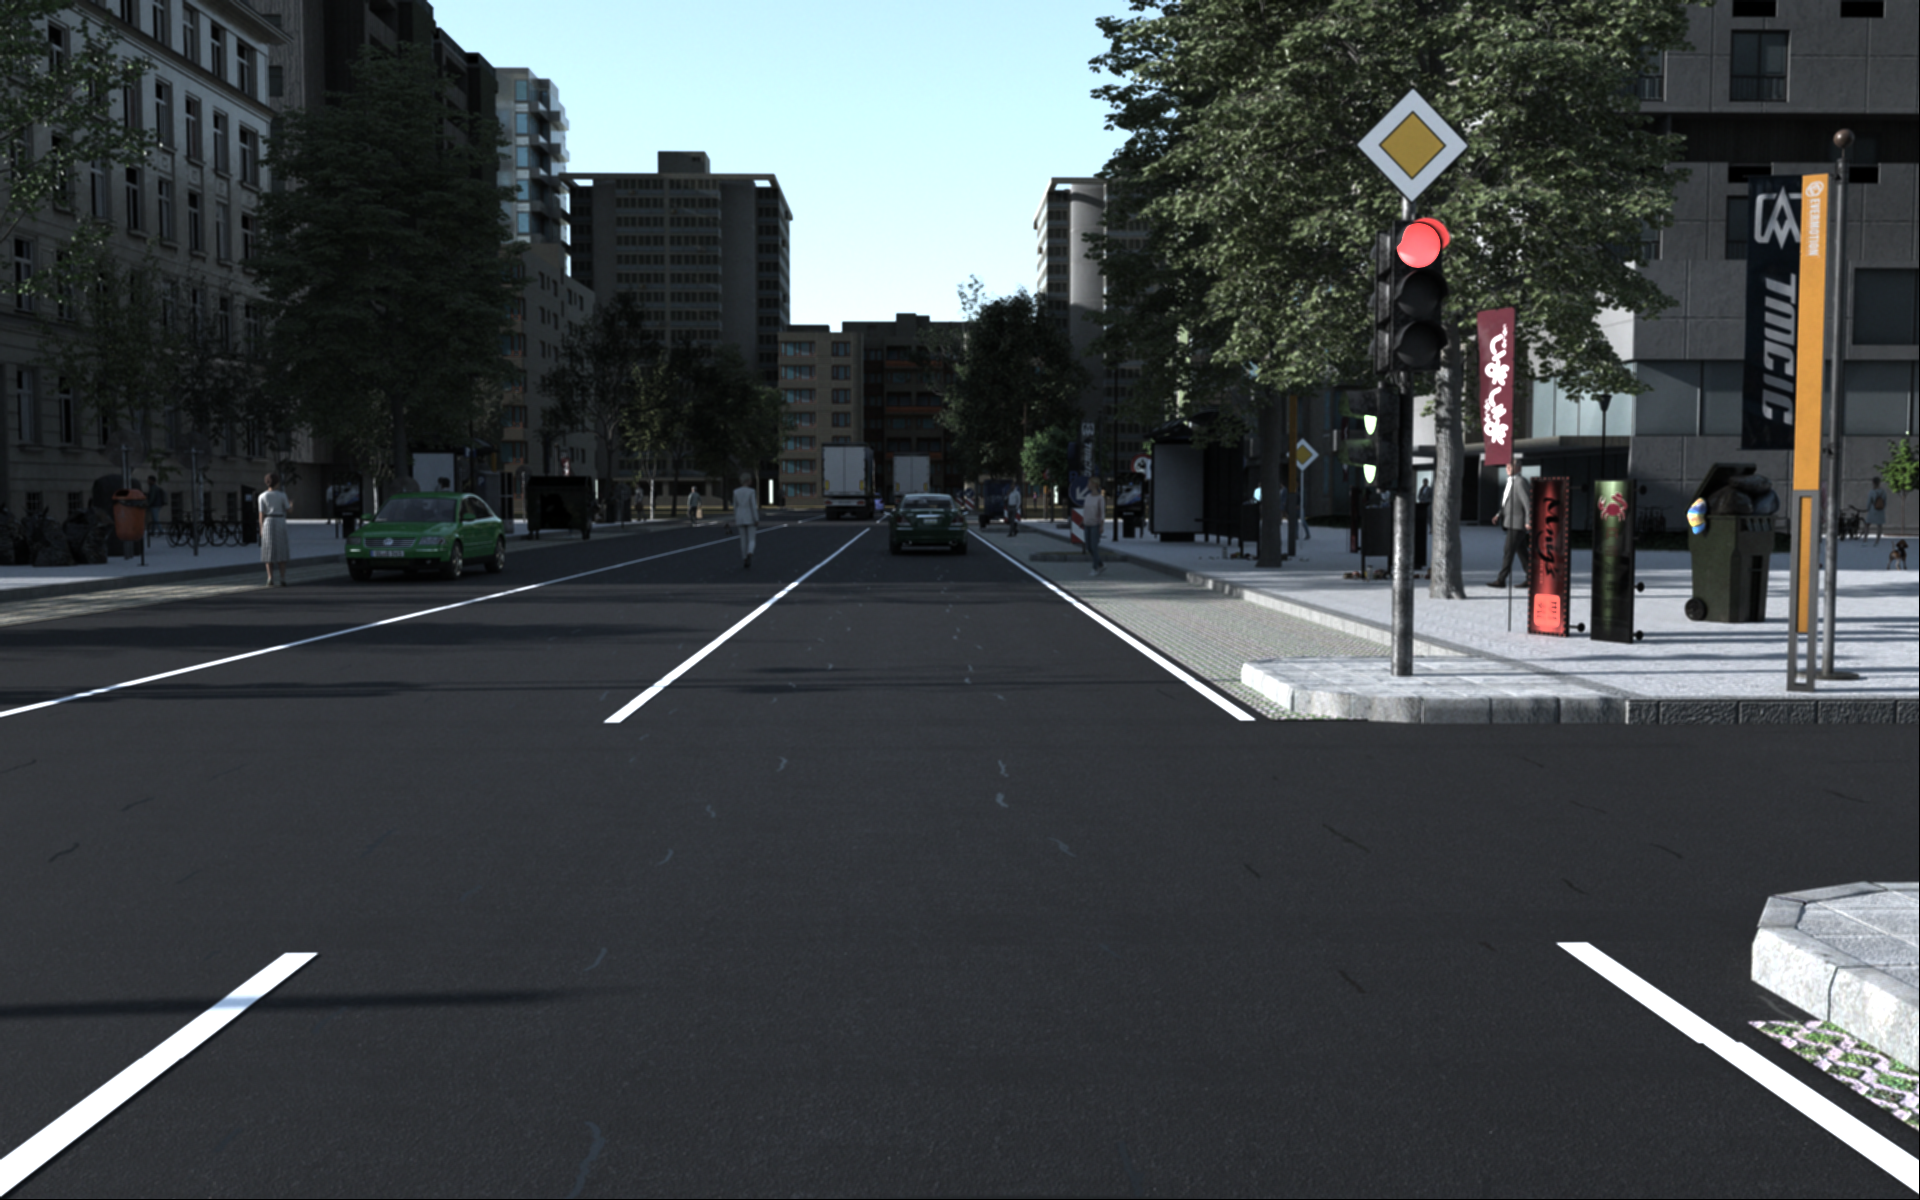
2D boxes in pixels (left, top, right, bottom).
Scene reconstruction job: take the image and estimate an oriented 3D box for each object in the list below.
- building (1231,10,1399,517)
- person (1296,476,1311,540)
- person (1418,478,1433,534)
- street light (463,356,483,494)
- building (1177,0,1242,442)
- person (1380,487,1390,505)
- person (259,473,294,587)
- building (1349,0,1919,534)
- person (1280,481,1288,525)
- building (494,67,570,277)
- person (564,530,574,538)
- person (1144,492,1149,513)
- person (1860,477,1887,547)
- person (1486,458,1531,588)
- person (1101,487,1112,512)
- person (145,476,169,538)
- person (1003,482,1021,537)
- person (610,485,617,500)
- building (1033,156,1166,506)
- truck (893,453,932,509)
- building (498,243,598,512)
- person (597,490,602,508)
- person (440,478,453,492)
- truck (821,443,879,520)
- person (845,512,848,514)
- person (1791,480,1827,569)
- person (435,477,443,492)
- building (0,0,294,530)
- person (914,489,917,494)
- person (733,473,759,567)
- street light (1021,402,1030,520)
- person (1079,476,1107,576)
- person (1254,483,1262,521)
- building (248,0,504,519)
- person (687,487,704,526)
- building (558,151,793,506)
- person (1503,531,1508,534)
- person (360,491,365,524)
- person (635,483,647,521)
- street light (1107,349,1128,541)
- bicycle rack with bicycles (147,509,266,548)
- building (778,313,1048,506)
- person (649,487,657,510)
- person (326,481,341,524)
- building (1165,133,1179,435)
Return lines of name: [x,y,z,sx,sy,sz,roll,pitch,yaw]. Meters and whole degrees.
building: [29.137,-29.698,105.174,23.786,49.044,30.456,0,4,-1]
person: [9.441,-2.565,48.332,0.721,1.781,0.623,-3,4,-38]
person: [15.001,-3.029,55.843,0.520,1.790,0.573,1,4,21]
street light: [-14.560,-4.821,51.609,0.468,5.910,1.993,0,4,-1]
building: [22.934,-27.153,127.545,14.154,41.232,14.086,0,4,-1]
person: [14.311,-3.201,58.605,0.641,1.798,0.478,3,5,41]
person: [-10.570,-1.085,26.812,0.480,1.755,0.524,-1,4,-13]
building: [31.918,-29.241,67.325,28.713,52.752,27.495,0,4,-1]
person: [13.245,-3.958,70.782,0.654,1.822,0.581,0,4,1]
building: [-58.881,-35.137,194.105,30.456,49.044,23.786,0,4,-1]
person: [-12.644,-2.894,56.081,0.793,1.790,0.793,-1,4,-23]
person: [12.787,-6.644,117.907,0.697,1.427,0.421,2,4,33]
person: [22.289,-2.147,42.153,0.512,1.701,0.522,0,4,-1]
person: [7.480,-1.046,23.535,0.834,1.777,0.661,-1,4,-13]
person: [10.094,-7.069,121.719,1.348,1.812,0.705,1,4,12]
person: [-23.666,-2.738,50.793,0.713,1.824,0.794,1,4,9]
person: [1.742,-3.031,58.155,0.679,1.850,0.850,2,4,32]
person: [-20.582,-5.924,102.995,0.705,1.812,1.348,1,4,12]
building: [21.125,-31.171,201.534,23.993,40.220,32.217,0,4,-1]
truck: [-3.369,-8.186,122.753,2.839,4.237,11.283,0,4,-1]
building: [-45.341,-17.709,134.579,28.899,21.520,27.650,0,4,-1]
person: [-30.865,-8.609,148.277,0.593,1.643,0.415,2,4,27]
person: [-11.299,-1.793,38.090,0.678,1.792,0.850,-2,4,-25]
truck: [-6.302,-6.778,99.727,2.839,4.237,11.283,0,3,0]
person: [-8.228,-7.114,125.529,0.721,1.735,1.217,-1,4,-16]
person: [14.641,-1.456,29.862,0.555,1.821,0.388,1,4,16]
person: [-16.247,-2.936,54.154,0.391,1.810,0.635,-2,4,-28]
building: [-36.107,-13.825,59.319,16.112,22.955,30.059,0,4,-1]
person: [-2.844,-6.427,114.312,0.721,1.736,1.217,-1,4,-15]
person: [-4.142,-1.536,33.495,0.514,1.842,0.818,0,4,0]
street light: [3.264,-6.974,86.808,0.468,5.910,1.993,0,4,-1]
person: [2.352,-1.287,30.214,0.731,1.740,0.598,3,5,45]
person: [14.108,-4.649,82.068,0.620,1.820,0.660,-2,4,-34]
building: [-37.325,-20.575,108.095,14.160,30.474,14.107,0,4,-1]
person: [-11.808,-4.187,77.447,0.515,1.767,0.782,3,5,43]
building: [-31.764,-31.009,198.881,23.993,40.220,32.217,0,4,-1]
person: [17.527,-2.988,55.085,0.526,1.800,0.537,2,4,24]
person: [-25.428,-4.074,73.222,0.524,1.755,0.480,0,4,4]
person: [-15.286,-4.663,82.409,0.709,1.813,0.853,3,4,37]
street light: [4.229,-4.538,46.988,0.468,5.910,1.993,0,4,-1]
bicycle rack with bicycles: [-18.329,-1.753,42.037,2.925,0.926,2.852,2,4,30]
building: [-5.296,-21.645,198.932,28.899,21.520,27.650,0,4,-1]
person: [-25.496,-8.457,143.945,0.705,1.869,1.348,-3,4,-36]
person: [-26.783,-4.152,74.036,0.850,1.850,0.679,2,4,30]
building: [23.599,-22.646,141.965,14.160,30.474,14.107,0,4,-1]
